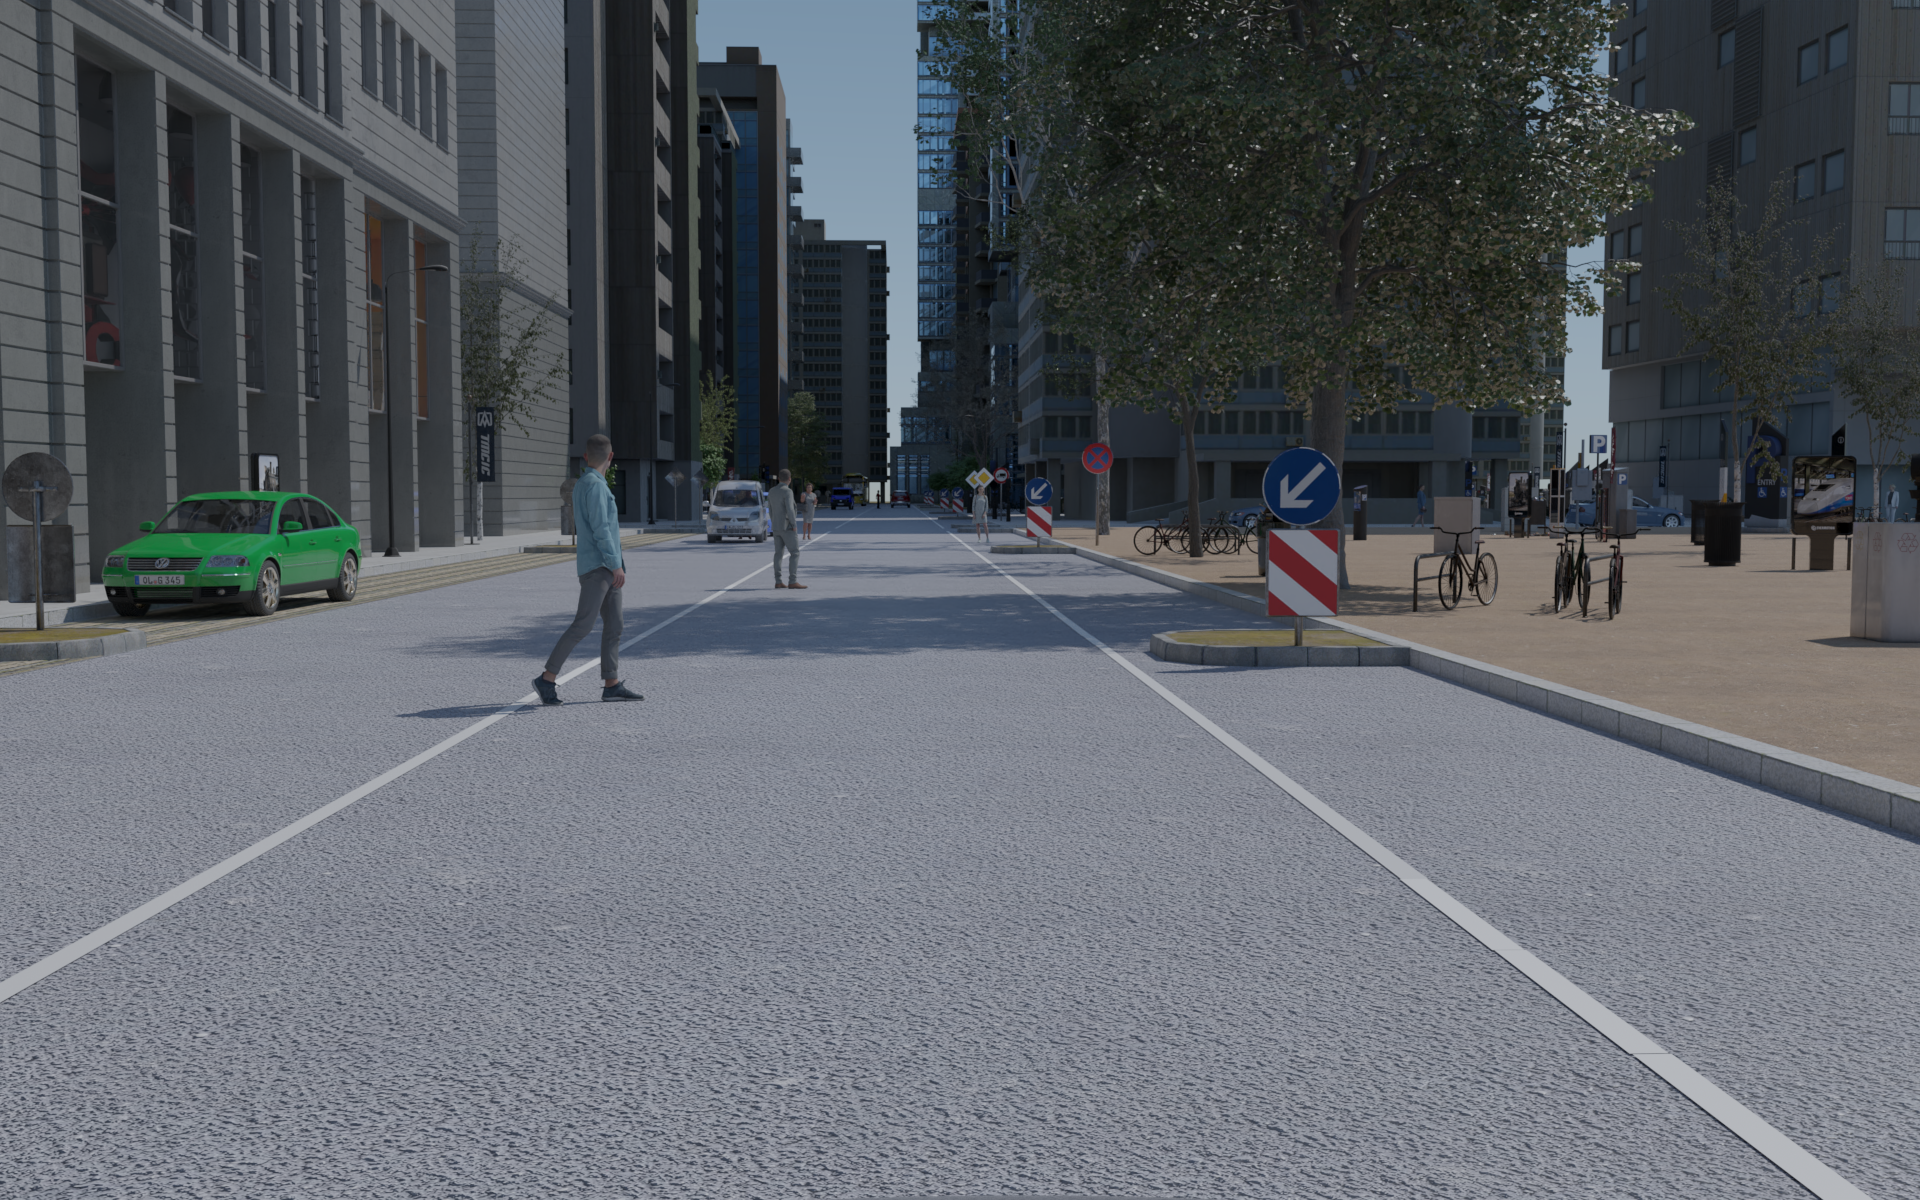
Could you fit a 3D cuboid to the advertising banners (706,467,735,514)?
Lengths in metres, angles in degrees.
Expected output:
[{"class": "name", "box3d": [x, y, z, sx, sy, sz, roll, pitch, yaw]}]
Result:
[{"class": "advertising banners", "box3d": [-15.624, -7.145, 113.010, 2.074, 3.025, 0.090, 1, 4, 17]}]

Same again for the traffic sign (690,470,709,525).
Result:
[{"class": "traffic sign", "box3d": [-10.925, -4.227, 72.756, 0.795, 2.450, 0.064, 0, 4, -2]}]

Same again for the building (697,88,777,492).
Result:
[{"class": "building", "box3d": [-33.415, -28.549, 158.662, 32.217, 40.220, 23.993, 0, 4, -2]}]

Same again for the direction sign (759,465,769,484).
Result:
[{"class": "direction sign", "box3d": [-15.473, -8.864, 136.928, 0.876, 3.537, 0.379, 1, 4, 16]}]

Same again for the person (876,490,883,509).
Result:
[{"class": "person", "box3d": [-7.921, -9.803, 168.718, 0.705, 1.831, 1.348, -2, 4, -31]}]

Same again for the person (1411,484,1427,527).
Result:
[{"class": "person", "box3d": [18.405, -3.718, 69.318, 0.654, 1.822, 0.581, 1, 4, 14]}]

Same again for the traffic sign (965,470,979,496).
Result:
[{"class": "traffic sign", "box3d": [0.613, -4.251, 73.151, 0.795, 2.450, 0.064, 0, 4, -2]}]

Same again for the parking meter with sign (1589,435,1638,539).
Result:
[{"class": "parking meter with sign", "box3d": [18.948, -3.295, 50.131, 0.543, 3.016, 1.738, -1, 4, -15]}]

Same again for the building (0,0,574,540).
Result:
[{"class": "building", "box3d": [-28.761, -17.070, 56.579, 29.804, 29.767, 11.434, 0, 4, -2]}]

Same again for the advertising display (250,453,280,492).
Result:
[{"class": "advertising display", "box3d": [-10.939, -1.352, 27.318, 0.123, 1.923, 0.974, 0, 4, -3]}]

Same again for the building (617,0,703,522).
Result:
[{"class": "building", "box3d": [-19.840, -18.858, 80.034, 14.160, 30.474, 14.107, 0, 4, -2]}]

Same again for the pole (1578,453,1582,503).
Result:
[{"class": "pole", "box3d": [30.497, -5.590, 85.235, 0.158, 3.312, 0.155, 0, 3, 0]}]

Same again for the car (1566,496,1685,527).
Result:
[{"class": "car", "box3d": [26.610, -3.499, 69.210, 4.499, 1.417, 2.014, 0, 4, -1]}]

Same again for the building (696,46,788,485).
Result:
[{"class": "building", "box3d": [-25.148, -32.279, 177.878, 14.600, 45.320, 14.200, 0, 4, -2]}]

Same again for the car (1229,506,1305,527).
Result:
[{"class": "car", "box3d": [13.028, -3.509, 69.374, 4.499, 1.417, 2.014, 0, 4, -1]}]

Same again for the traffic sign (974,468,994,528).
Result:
[{"class": "traffic sign", "box3d": [0.902, -3.763, 65.171, 0.795, 2.450, 0.064, 0, 4, -2]}]

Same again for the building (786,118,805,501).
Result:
[{"class": "building", "box3d": [-34.364, -36.074, 209.424, 30.456, 49.044, 23.786, 0, 4, -2]}]

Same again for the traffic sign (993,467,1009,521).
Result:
[{"class": "traffic sign", "box3d": [1.972, -5.056, 82.776, 0.768, 2.556, 0.104, 0, 4, 3]}]

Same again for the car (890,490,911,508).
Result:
[{"class": "car", "box3d": [-6.180, -10.478, 179.991, 2.281, 1.827, 5.304, 0, 4, -2]}]

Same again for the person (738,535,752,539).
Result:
[{"class": "person", "box3d": [-6.791, -2.842, 54.883, 0.656, 1.842, 0.836, -2, 4, -26]}]

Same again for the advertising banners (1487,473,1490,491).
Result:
[{"class": "advertising banners", "box3d": [43.683, -9.077, 144.589, 2.074, 3.025, 0.090, -3, 4, -38]}]

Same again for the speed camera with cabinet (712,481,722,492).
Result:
[{"class": "speed camera with cabinet", "box3d": [-16.334, -7.789, 121.680, 2.038, 3.252, 0.660, -2, 4, -27]}]

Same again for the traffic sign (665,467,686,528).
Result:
[{"class": "traffic sign", "box3d": [-10.636, -3.739, 64.776, 0.795, 2.450, 0.064, 0, 4, -2]}]

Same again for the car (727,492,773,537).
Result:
[{"class": "car", "box3d": [-6.984, -3.036, 59.227, 1.945, 1.707, 3.694, 0, 4, 0]}]

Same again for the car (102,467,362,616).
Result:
[{"class": "car", "box3d": [-8.954, -0.783, 21.604, 1.959, 1.807, 4.718, 0, 4, -1]}]

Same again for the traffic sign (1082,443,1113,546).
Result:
[{"class": "traffic sign", "box3d": [3.409, -2.622, 42.973, 0.768, 2.556, 0.104, 0, 4, 3]}]

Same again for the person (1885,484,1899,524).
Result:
[{"class": "person", "box3d": [38.882, -3.909, 72.289, 0.514, 1.842, 0.818, 2, 4, 28]}]

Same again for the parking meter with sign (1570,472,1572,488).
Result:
[{"class": "parking meter with sign", "box3d": [50.988, -9.024, 143.804, 1.738, 3.016, 0.543, -1, 4, -21]}]

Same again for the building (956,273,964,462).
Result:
[{"class": "building", "box3d": [6.395, -27.210, 216.576, 14.160, 30.474, 14.107, 0, 4, -2]}]

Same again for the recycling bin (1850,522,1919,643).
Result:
[{"class": "recycling bin", "box3d": [8.347, -0.163, 15.225, 0.722, 1.027, 0.722, 0, 4, 4]}]

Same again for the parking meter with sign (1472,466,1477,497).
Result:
[{"class": "parking meter with sign", "box3d": [31.586, -6.770, 106.953, 0.543, 3.016, 1.738, 1, 4, 17]}]

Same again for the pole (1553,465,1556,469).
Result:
[{"class": "pole", "box3d": [41.735, -7.819, 121.677, 0.158, 3.312, 0.155, 0, 3, 0]}]

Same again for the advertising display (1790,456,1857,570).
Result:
[{"class": "advertising display", "box3d": [14.535, -1.466, 29.178, 0.974, 1.923, 0.123, 1, 4, 17]}]

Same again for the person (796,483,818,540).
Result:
[{"class": "person", "box3d": [-4.813, -2.784, 54.380, 0.716, 1.782, 0.532, -2, 4, -23]}]

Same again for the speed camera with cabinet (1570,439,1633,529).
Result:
[{"class": "speed camera with cabinet", "box3d": [23.222, -4.177, 62.632, 2.038, 3.252, 0.660, 1, 4, 17]}]

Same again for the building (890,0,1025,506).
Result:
[{"class": "building", "box3d": [5.645, -56.854, 242.239, 31.000, 86.520, 22.319, 0, 4, -2]}]

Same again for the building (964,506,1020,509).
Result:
[{"class": "building", "box3d": [11.550, -52.001, 162.879, 22.319, 86.520, 31.000, 0, 4, -2]}]

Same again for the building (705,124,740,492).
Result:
[{"class": "building", "box3d": [-24.971, -22.236, 135.268, 14.160, 30.474, 14.107, 0, 4, -2]}]

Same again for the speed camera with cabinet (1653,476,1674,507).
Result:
[{"class": "speed camera with cabinet", "box3d": [36.690, -5.870, 90.308, 0.660, 3.252, 2.038, 3, 4, 37]}]

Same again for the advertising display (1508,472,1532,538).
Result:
[{"class": "advertising display", "box3d": [16.388, -2.783, 50.711, 0.123, 1.923, 0.974, -1, 4, -18]}]

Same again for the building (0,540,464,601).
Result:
[{"class": "building", "box3d": [-17.076, -15.256, 26.920, 11.434, 29.767, 29.804, 0, 4, -2]}]

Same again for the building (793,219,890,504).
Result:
[{"class": "building", "box3d": [-22.010, -33.985, 247.541, 23.993, 40.220, 32.217, 0, 4, -2]}]

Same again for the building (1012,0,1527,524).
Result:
[{"class": "building", "box3d": [15.225, -24.257, 88.486, 23.993, 40.220, 32.217, 0, 4, -2]}]

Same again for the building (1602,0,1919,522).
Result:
[{"class": "building", "box3d": [51.497, -30.556, 88.837, 27.495, 52.752, 28.713, 0, 4, -2]}]

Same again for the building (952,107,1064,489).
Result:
[{"class": "building", "box3d": [10.312, -33.040, 194.820, 22.147, 44.769, 28.867, 0, 4, -2]}]

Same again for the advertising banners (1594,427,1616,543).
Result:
[{"class": "advertising banners", "box3d": [17.166, -3.047, 46.011, 0.090, 3.025, 2.074, 1, 4, 10]}]
